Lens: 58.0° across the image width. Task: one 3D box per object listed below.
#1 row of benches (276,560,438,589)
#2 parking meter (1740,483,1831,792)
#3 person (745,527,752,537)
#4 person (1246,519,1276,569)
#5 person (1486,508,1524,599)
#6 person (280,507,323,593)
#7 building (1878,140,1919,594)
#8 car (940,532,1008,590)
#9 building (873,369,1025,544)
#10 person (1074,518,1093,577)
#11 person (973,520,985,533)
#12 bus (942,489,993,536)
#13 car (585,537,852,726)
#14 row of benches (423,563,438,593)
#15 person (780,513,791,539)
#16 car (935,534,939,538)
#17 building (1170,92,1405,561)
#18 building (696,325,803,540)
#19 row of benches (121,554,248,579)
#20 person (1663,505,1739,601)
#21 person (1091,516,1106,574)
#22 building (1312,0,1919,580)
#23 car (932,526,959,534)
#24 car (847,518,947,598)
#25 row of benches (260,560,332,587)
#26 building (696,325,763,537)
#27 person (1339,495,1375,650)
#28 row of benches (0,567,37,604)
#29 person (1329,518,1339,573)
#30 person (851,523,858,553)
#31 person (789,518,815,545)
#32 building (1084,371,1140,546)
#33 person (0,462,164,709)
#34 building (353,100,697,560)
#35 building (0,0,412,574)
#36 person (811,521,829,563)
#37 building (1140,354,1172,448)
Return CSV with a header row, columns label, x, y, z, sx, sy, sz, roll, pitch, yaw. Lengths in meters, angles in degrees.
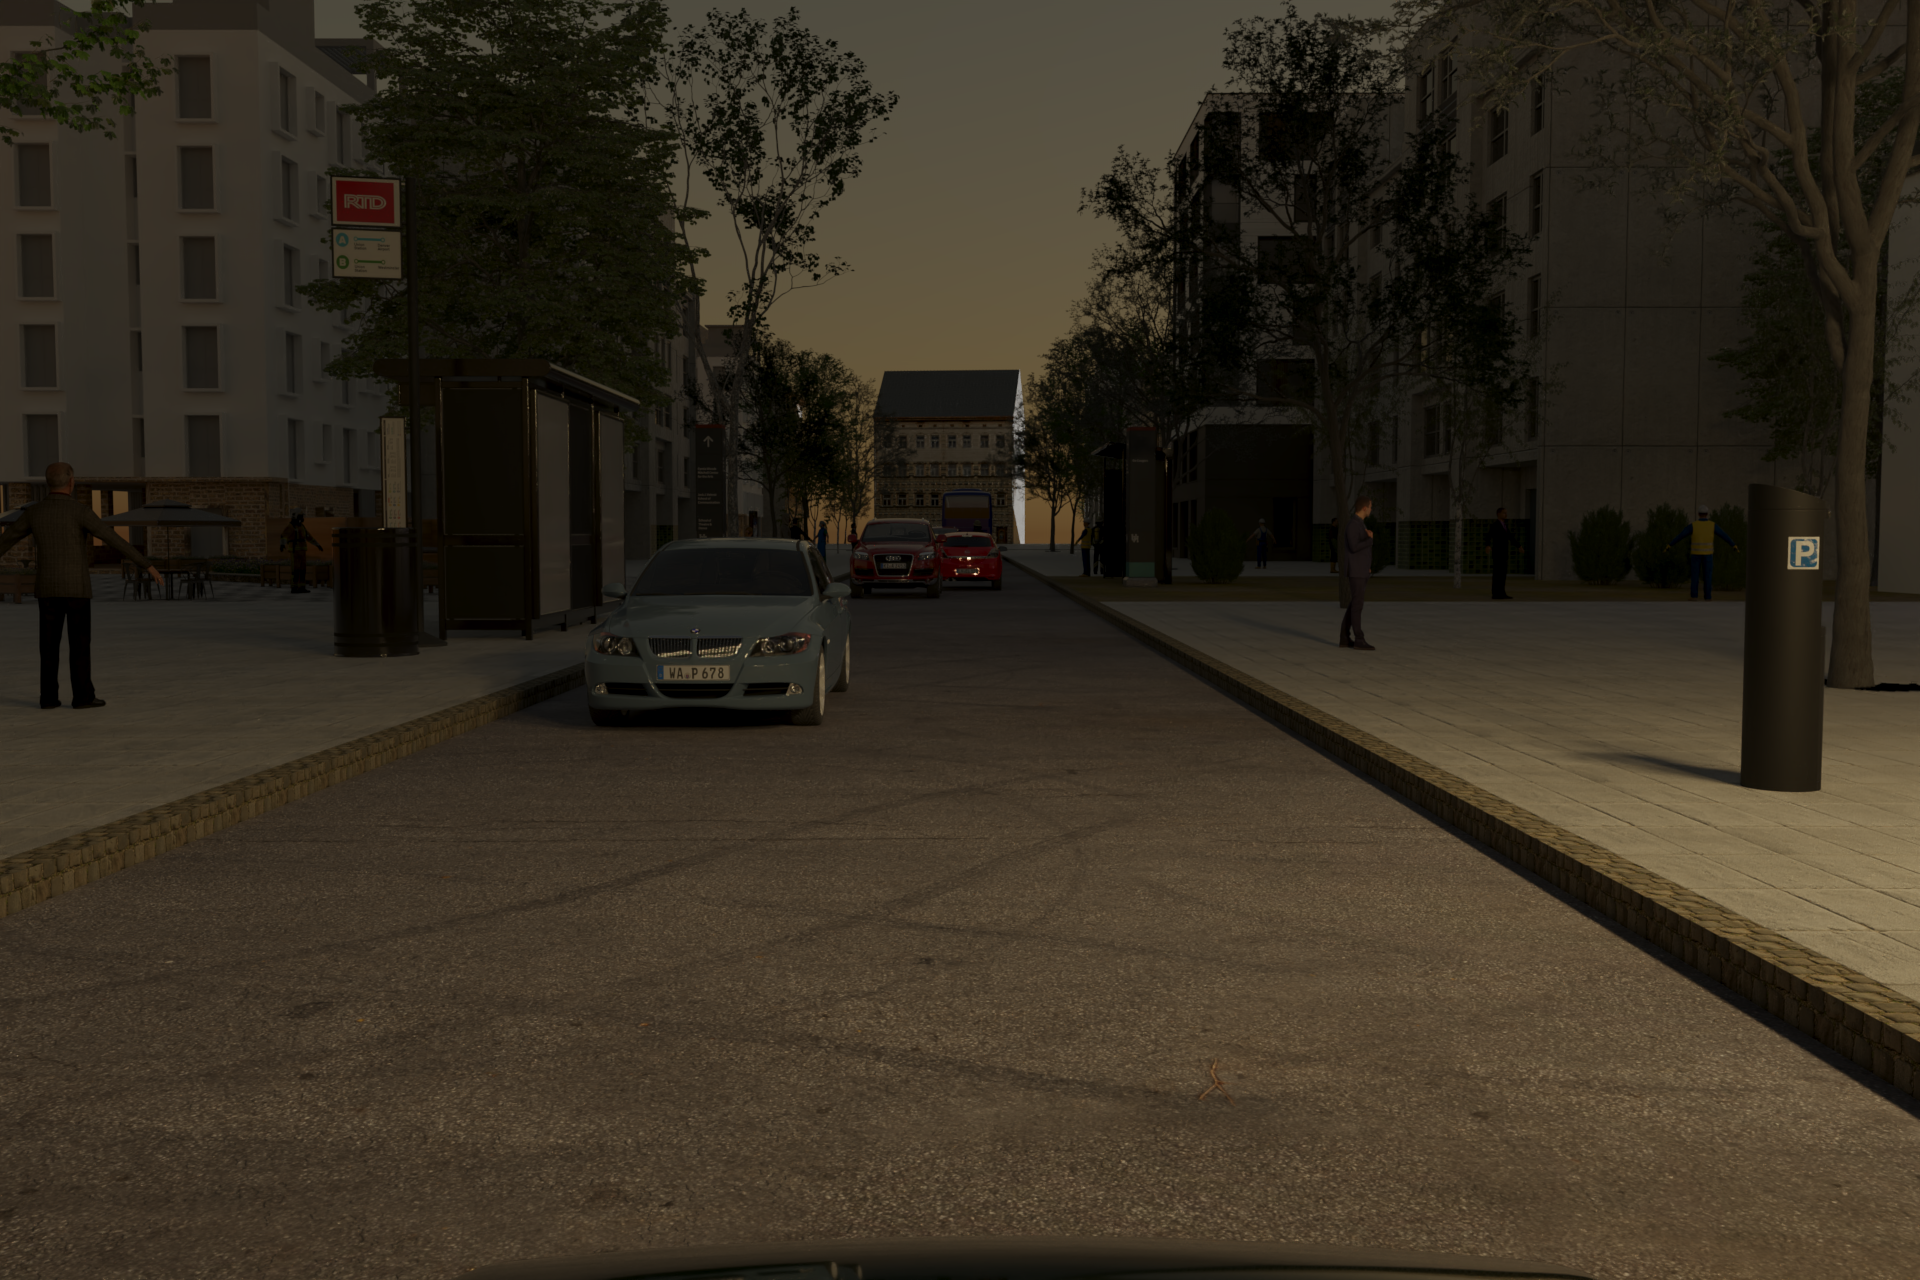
label,x,y,z,sx,sy,sz,roll,pitch,yaw
row of benches,-14.174,-1.560,40.964,4.104,0.672,1.422,1,4,13
parking meter,4.161,-0.020,8.739,0.372,1.533,0.369,0,3,0
person,-4.333,-1.624,35.820,0.991,1.433,0.599,1,4,15
person,11.127,-3.552,63.928,1.347,1.847,0.705,-1,4,-21
person,10.682,-1.708,34.143,1.346,1.802,0.704,-3,5,-43
person,-14.336,-1.945,37.566,0.705,1.858,1.354,1,4,17
building,24.856,-5.044,24.613,9.099,9.664,28.070,0,4,0
car,0.185,-2.229,45.486,2.155,1.783,4.494,0,4,0
building,-1.079,-24.301,230.705,18.063,23.208,19.493,0,4,6
person,3.715,-2.784,51.983,0.721,1.772,1.216,2,4,27
person,0.519,-2.713,52.600,1.354,1.856,0.705,-2,4,-30
bus,0.392,-6.193,92.794,2.896,3.916,12.251,0,4,0
car,-1.882,-0.152,14.480,2.014,1.417,4.499,0,4,0
row of benches,-11.072,-1.325,37.133,4.104,0.672,1.422,1,4,23
person,-4.374,-2.305,43.811,0.705,1.813,1.348,-1,4,-9
car,-1.230,-3.537,68.054,2.015,1.641,3.980,0,4,0
building,25.522,-15.461,96.755,27.936,21.610,32.646,0,4,0
building,-27.289,-21.871,188.516,19.493,23.208,18.063,0,4,0
row of benches,-22.950,-2.208,51.557,1.422,0.672,4.104,2,4,27
person,14.202,-1.663,33.161,1.349,1.833,0.705,1,4,16
person,4.443,-3.015,55.069,1.354,1.856,0.705,2,4,27
building,24.497,-12.034,63.213,16.747,18.905,31.486,0,4,0
car,-0.842,-4.608,84.009,2.281,1.827,5.304,0,4,0
car,-1.436,-1.935,40.317,2.281,1.827,5.304,0,4,0
row of benches,-15.001,-1.659,42.582,4.104,0.672,1.422,0,4,-3
building,-24.426,-18.427,157.707,16.016,20.090,11.380,0,3,0
person,4.444,-0.755,19.311,0.530,1.710,0.541,2,4,33
row of benches,-18.736,-1.068,32.921,4.104,0.672,1.422,2,4,30
person,12.314,-3.102,56.855,0.704,1.812,1.346,1,4,19
person,-4.331,-3.997,72.078,0.721,1.740,1.216,0,4,-8
person,-5.584,-3.237,58.866,1.347,1.837,0.705,1,4,20
building,22.672,-19.466,184.725,16.747,18.905,31.486,0,4,0
person,-6.588,-0.402,12.759,1.348,1.807,0.705,0,4,-2
building,-23.924,-13.465,86.608,16.747,18.905,31.486,0,3,0
building,-26.928,-12.261,56.883,16.016,20.090,11.380,0,3,0
person,-5.524,-3.849,69.066,0.704,1.817,1.347,-2,4,-33
building,26.476,-19.950,157.114,19.493,23.208,18.063,0,4,0
